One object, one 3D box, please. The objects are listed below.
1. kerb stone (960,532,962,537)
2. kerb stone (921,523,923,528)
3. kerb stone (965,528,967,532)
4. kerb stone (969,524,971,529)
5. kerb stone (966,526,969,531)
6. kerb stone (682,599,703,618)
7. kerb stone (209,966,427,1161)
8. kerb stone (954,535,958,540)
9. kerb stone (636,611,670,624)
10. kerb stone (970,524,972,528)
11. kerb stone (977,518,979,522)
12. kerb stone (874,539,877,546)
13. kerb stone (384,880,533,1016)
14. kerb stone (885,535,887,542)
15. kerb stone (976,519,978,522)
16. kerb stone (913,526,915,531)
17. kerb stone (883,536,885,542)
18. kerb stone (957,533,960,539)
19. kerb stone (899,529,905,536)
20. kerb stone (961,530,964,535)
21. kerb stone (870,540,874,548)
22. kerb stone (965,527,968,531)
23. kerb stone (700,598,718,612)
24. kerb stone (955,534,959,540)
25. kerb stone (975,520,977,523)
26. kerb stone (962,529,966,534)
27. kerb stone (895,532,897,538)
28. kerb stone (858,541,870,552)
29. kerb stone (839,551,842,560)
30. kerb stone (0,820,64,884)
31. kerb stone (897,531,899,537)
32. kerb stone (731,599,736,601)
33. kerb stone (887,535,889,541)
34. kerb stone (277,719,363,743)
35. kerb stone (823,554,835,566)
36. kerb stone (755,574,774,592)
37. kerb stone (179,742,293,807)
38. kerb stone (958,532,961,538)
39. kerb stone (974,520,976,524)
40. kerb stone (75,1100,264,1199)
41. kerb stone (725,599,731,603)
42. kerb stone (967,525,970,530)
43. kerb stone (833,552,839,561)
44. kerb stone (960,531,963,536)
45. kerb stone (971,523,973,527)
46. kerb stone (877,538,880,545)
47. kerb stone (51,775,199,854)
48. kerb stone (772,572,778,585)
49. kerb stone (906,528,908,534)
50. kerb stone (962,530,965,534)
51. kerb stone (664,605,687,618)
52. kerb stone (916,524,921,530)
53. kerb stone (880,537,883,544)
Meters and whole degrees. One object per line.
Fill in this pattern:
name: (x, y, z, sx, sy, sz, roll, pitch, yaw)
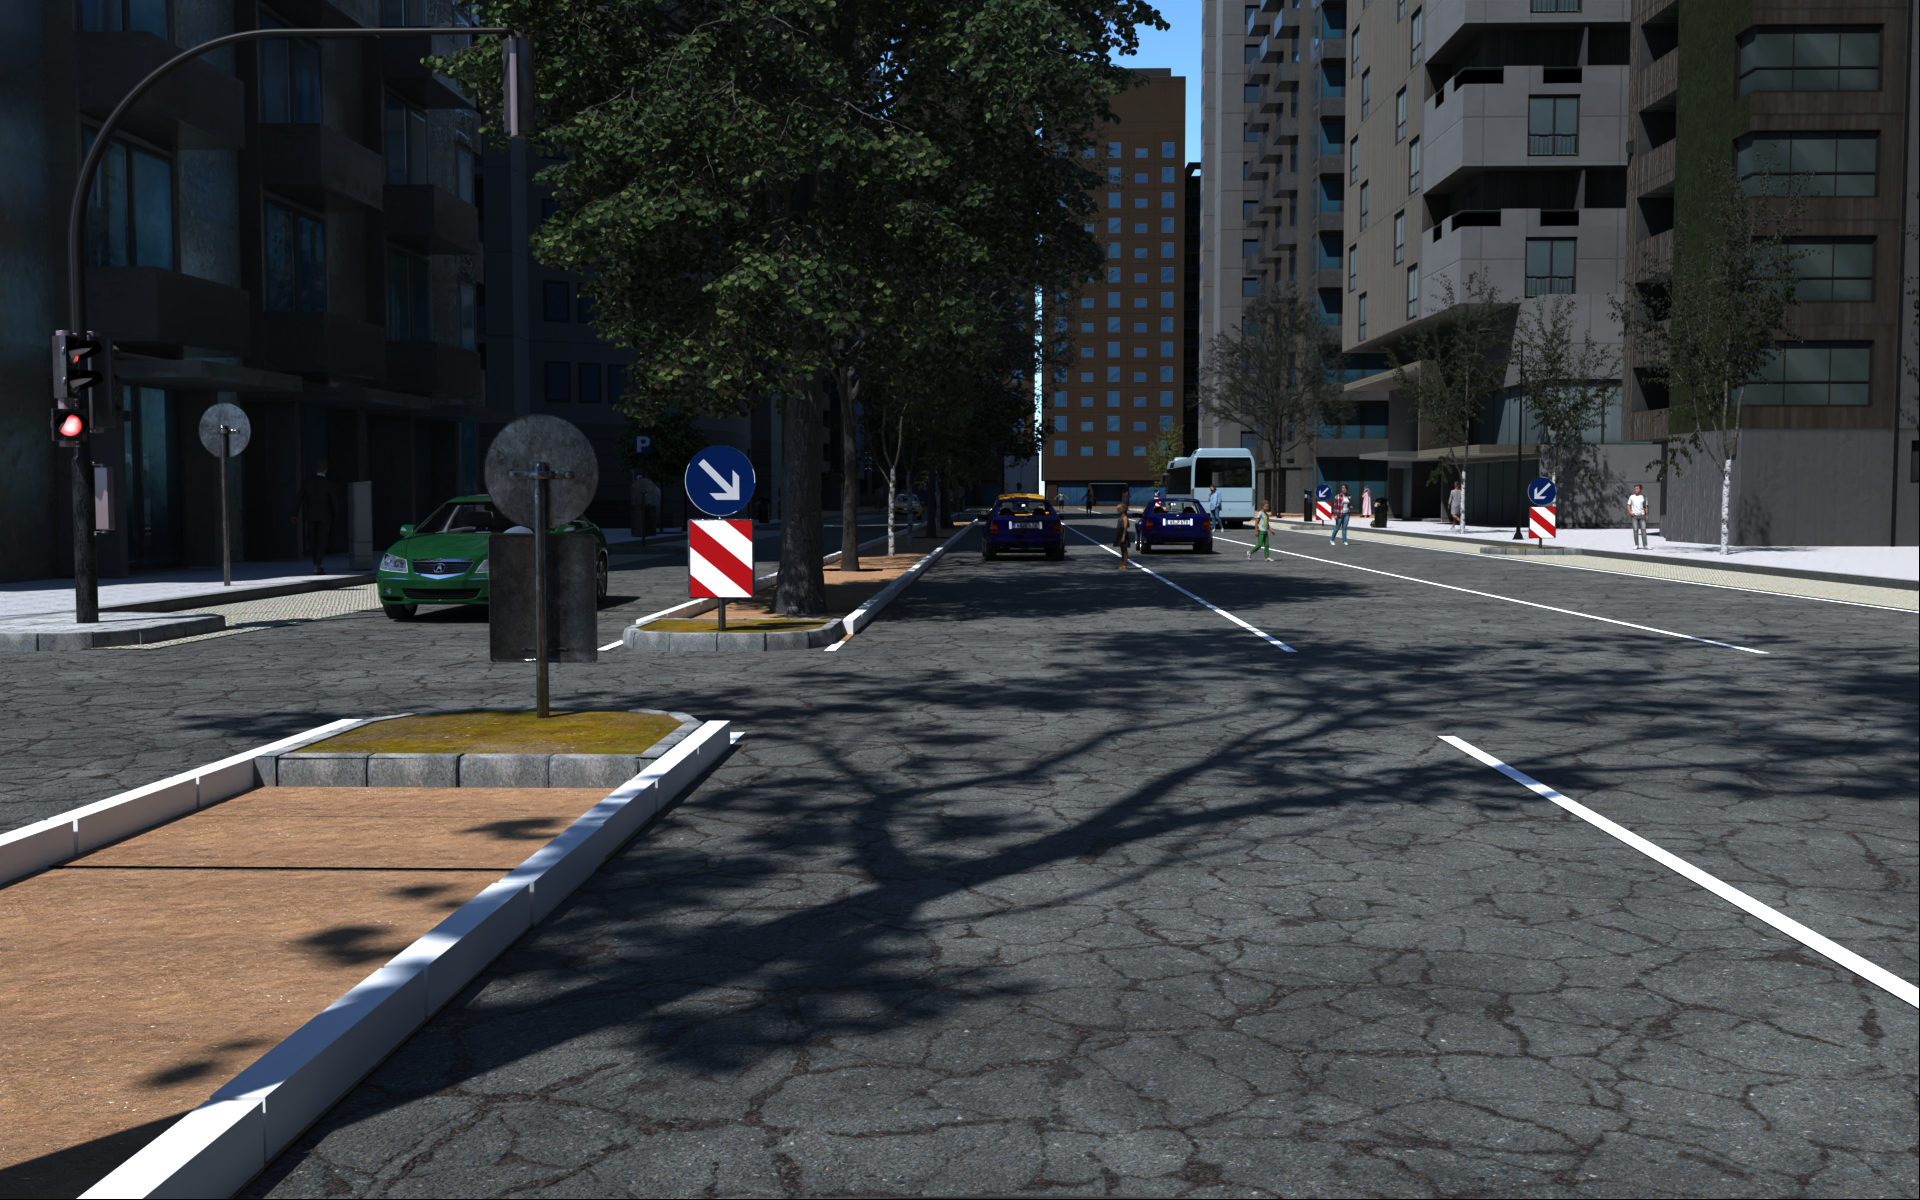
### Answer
kerb stone: (-0.085, -2.008, 55.022, 0.120, 0.150, 1.000, 0, 4, 2)
kerb stone: (-1.722, -3.010, 71.413, 0.120, 0.150, 1.000, 0, 4, 2)
kerb stone: (0.088, -2.381, 61.170, 0.120, 0.150, 1.000, 0, 4, 2)
kerb stone: (0.268, -2.760, 67.320, 0.120, 0.150, 1.000, 0, 4, 2)
kerb stone: (0.148, -2.509, 63.217, 0.120, 0.150, 1.000, 0, 4, 2)
kerb stone: (-3.172, 0.123, 20.202, 0.120, 0.150, 1.000, 0, 4, 2)
kerb stone: (-1.524, 1.101, 4.189, 0.120, 0.150, 1.000, 0, 4, 2)
kerb stone: (-0.195, -1.757, 50.923, 0.120, 0.150, 1.000, 0, 4, 2)
kerb stone: (-3.228, 0.248, 18.151, 0.120, 0.150, 1.000, 0, 4, 2)
kerb stone: (0.297, -2.823, 68.349, 0.120, 0.150, 1.000, 0, 4, 2)
kerb stone: (0.752, -3.822, 84.744, 0.120, 0.150, 1.000, 0, 4, 2)
kerb stone: (-2.421, -1.505, 46.841, 0.120, 0.150, 1.000, 0, 4, 2)
kerb stone: (-1.493, 1.039, 5.215, 0.120, 0.150, 1.000, 0, 4, 2)
kerb stone: (-2.308, -1.757, 50.929, 0.120, 0.150, 1.000, 0, 4, 2)
kerb stone: (0.642, -3.574, 80.635, 0.120, 0.150, 1.000, 0, 4, 2)
kerb stone: (-1.894, -2.630, 65.270, 0.120, 0.150, 1.000, 0, 4, 2)
kerb stone: (-2.327, -1.686, 49.907, 0.120, 0.150, 1.000, 0, 4, 2)
kerb stone: (-0.145, -1.880, 52.972, 0.120, 0.150, 1.000, 0, 4, 2)
kerb stone: (-2.064, -2.257, 59.115, 0.120, 0.150, 1.000, 0, 4, 2)
kerb stone: (-0.029, -2.130, 57.075, 0.120, 0.150, 1.000, 0, 4, 2)
kerb stone: (-2.444, -1.441, 45.819, 0.120, 0.150, 1.000, 0, 4, 2)
kerb stone: (0.120, -2.446, 62.195, 0.120, 0.150, 1.000, 0, 4, 2)
kerb stone: (-3.141, 0.061, 21.225, 0.120, 0.150, 1.000, 0, 4, 2)
kerb stone: (-0.168, -1.820, 51.950, 0.120, 0.150, 1.000, 0, 4, 2)
kerb stone: (0.582, -3.449, 78.591, 0.120, 0.150, 1.000, 0, 4, 2)
kerb stone: (0.036, -2.254, 59.119, 0.120, 0.150, 1.000, 0, 4, 2)
kerb stone: (-2.177, -2.008, 55.028, 0.120, 0.150, 1.000, 0, 4, 2)
kerb stone: (-2.482, -1.382, 44.793, 0.120, 0.150, 1.000, 0, 4, 2)
kerb stone: (-2.678, -0.940, 37.619, 0.120, 0.150, 1.000, 0, 4, 2)
kerb stone: (-3.559, 0.972, 6.311, 0.120, 0.150, 1.000, 0, 4, 2)
kerb stone: (-2.158, -2.067, 56.050, 0.120, 0.150, 1.000, 0, 4, 2)
kerb stone: (-3.081, -0.061, 23.272, 0.120, 0.150, 1.000, 0, 4, 2)
kerb stone: (-2.270, -1.820, 51.951, 0.120, 0.150, 1.000, 0, 4, 2)
kerb stone: (-3.477, 0.785, 9.387, 0.120, 0.150, 1.000, 0, 4, 2)
kerb stone: (-2.732, -0.811, 35.575, 0.120, 0.150, 1.000, 0, 4, 2)
kerb stone: (-3.000, -0.254, 26.350, 0.120, 0.150, 1.000, 0, 4, 2)
kerb stone: (-3.499, 0.846, 8.365, 0.120, 0.150, 1.000, 0, 4, 2)
kerb stone: (-0.112, -1.945, 54.000, 0.120, 0.150, 1.000, 0, 4, 2)
kerb stone: (0.528, -3.324, 76.546, 0.120, 0.150, 1.000, 0, 4, 2)
kerb stone: (-1.548, 1.164, 3.167, 0.120, 0.150, 1.000, 0, 4, 2)
kerb stone: (-3.113, -0.003, 22.250, 0.120, 0.150, 1.000, 0, 4, 2)
kerb stone: (0.202, -2.634, 65.268, 0.120, 0.150, 1.000, 0, 4, 2)
kerb stone: (-2.712, -0.879, 36.597, 0.120, 0.150, 1.000, 0, 4, 2)
kerb stone: (-0.056, -2.069, 56.053, 0.120, 0.150, 1.000, 0, 4, 2)
kerb stone: (0.345, -2.948, 70.394, 0.120, 0.150, 1.000, 0, 4, 2)
kerb stone: (-2.389, -1.570, 47.863, 0.120, 0.150, 1.000, 0, 4, 2)
kerb stone: (-3.531, 0.908, 7.343, 0.120, 0.150, 1.000, 0, 4, 2)
kerb stone: (-2.967, -0.317, 27.378, 0.120, 0.150, 1.000, 0, 4, 2)
kerb stone: (-2.013, -2.379, 61.159, 0.120, 0.150, 1.000, 0, 4, 2)
kerb stone: (-0.004, -2.192, 58.098, 0.120, 0.150, 1.000, 0, 4, 2)
kerb stone: (-3.199, 0.186, 19.174, 0.120, 0.150, 1.000, 0, 4, 2)
kerb stone: (-1.758, -2.948, 70.390, 0.120, 0.150, 1.000, 0, 4, 2)
kerb stone: (-2.355, -1.632, 48.885, 0.120, 0.150, 1.000, 0, 4, 2)
